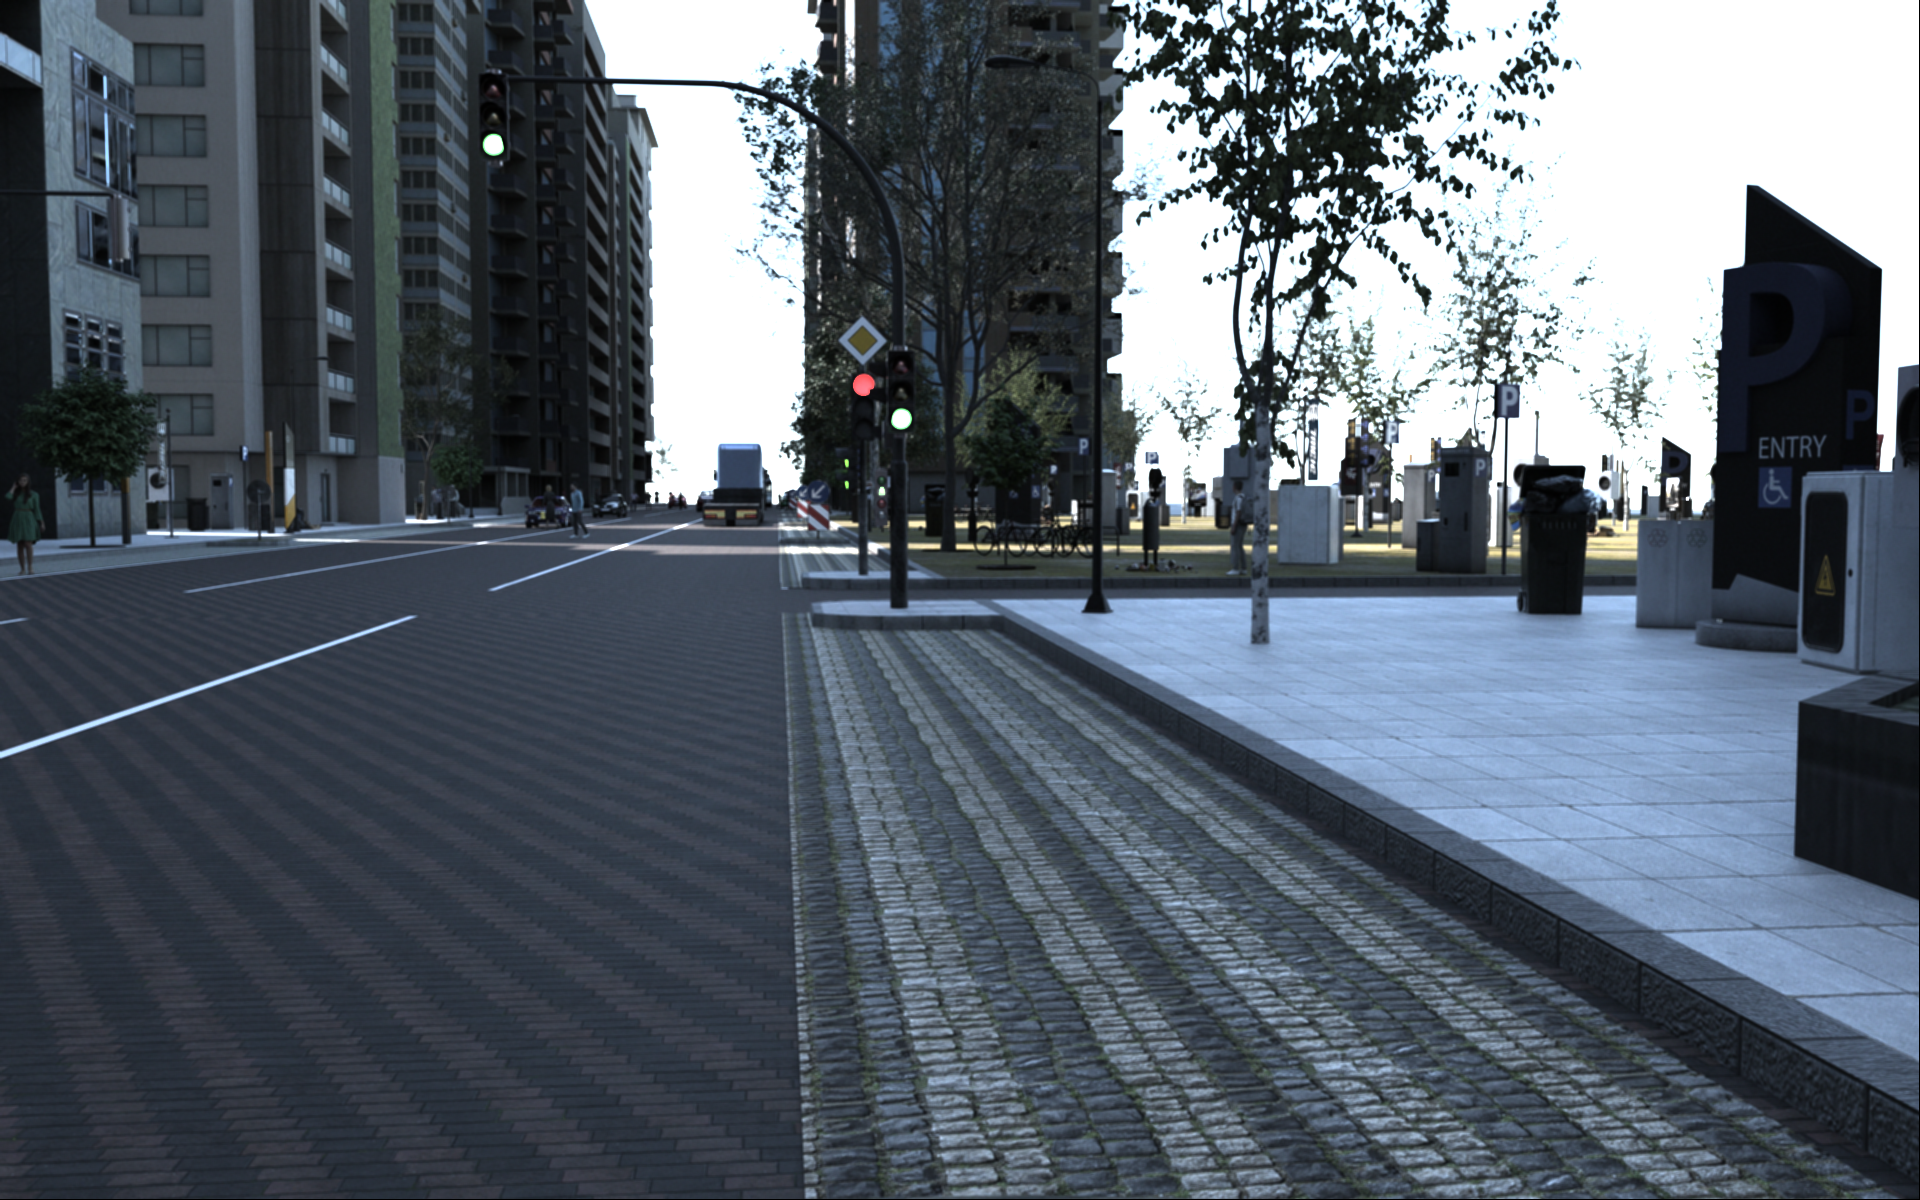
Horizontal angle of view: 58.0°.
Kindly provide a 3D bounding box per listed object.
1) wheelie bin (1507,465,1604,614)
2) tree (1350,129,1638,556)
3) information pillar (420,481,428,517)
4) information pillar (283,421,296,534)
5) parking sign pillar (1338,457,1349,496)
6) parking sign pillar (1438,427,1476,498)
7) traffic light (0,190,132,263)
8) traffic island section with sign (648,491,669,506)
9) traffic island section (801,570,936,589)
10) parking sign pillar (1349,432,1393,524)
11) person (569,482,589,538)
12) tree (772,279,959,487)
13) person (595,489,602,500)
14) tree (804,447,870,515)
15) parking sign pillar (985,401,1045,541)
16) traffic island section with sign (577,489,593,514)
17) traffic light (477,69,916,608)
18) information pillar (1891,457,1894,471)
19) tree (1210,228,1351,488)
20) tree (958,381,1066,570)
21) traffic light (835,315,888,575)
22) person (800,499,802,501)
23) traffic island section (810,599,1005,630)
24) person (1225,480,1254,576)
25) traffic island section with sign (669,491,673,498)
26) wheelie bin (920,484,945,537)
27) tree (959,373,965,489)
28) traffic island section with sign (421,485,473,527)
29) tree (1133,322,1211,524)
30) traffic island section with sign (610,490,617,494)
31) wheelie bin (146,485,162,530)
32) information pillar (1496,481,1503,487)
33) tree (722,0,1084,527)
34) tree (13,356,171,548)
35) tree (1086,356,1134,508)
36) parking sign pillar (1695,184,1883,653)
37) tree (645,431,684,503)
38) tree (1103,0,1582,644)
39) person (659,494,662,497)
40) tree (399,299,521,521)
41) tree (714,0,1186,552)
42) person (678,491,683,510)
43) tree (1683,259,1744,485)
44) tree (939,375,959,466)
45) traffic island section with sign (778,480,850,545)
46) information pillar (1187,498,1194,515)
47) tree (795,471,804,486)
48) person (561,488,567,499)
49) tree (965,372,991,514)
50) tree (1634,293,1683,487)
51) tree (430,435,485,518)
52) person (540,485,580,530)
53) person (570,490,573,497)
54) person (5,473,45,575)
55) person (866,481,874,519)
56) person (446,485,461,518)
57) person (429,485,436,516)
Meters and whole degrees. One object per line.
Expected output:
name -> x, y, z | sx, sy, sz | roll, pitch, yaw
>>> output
wheelie bin -> 6.415, -0.656, 18.638 | 0.980, 1.594, 0.693 | 1, 4, 9
tree -> 11.074, -5.235, 35.948 | 4.360, 8.622, 3.978 | 0, 3, 0
information pillar -> -30.451, -5.742, 98.369 | 0.304, 2.012, 0.304 | 1, 4, 21
information pillar -> -21.727, -3.959, 56.091 | 0.183, 3.616, 0.504 | 1, 4, 11
parking sign pillar -> 21.256, -6.470, 94.250 | 1.447, 3.967, 1.447 | -1, 4, -9
parking sign pillar -> 20.602, -5.026, 70.647 | 1.447, 3.967, 1.447 | -1, 4, -13
traffic light -> -14.955, -3.138, 25.976 | 4.771, 5.953, 1.251 | 0, 4, -6
traffic island section with sign -> -36.206, -12.139, 207.097 | 1.989, 1.847, 2.006 | 0, 4, -6
traffic island section -> -1.512, -0.318, 27.485 | 2.009, 0.180, 2.903 | 0, 4, -6
parking sign pillar -> 17.866, -5.251, 74.333 | 1.447, 3.967, 1.447 | -2, 4, -29
person -> -12.473, -2.947, 56.704 | 0.620, 1.820, 0.660 | -3, 5, -45
tree -> -4.835, -10.496, 88.622 | 9.611, 12.733, 9.660 | 0, 3, 0
person -> -33.018, -9.276, 158.241 | 0.750, 1.759, 0.617 | 0, 4, -5
tree -> -6.699, -7.374, 104.285 | 4.285, 4.588, 4.351 | 0, 3, 0
parking sign pillar -> 1.443, -3.738, 49.592 | 1.447, 3.967, 1.447 | 1, 4, 23
traffic island section with sign -> -27.587, -7.140, 125.362 | 1.989, 1.847, 2.006 | 0, 4, -6
traffic light -> -2.785, -2.715, 19.066 | 4.771, 5.953, 1.251 | 0, 4, -6
information pillar -> 50.334, -6.228, 93.180 | 0.183, 3.616, 0.504 | -1, 4, -23
tree -> 9.347, -5.952, 47.677 | 4.360, 8.622, 3.978 | 0, 3, 0
tree -> 0.703, -2.150, 29.748 | 1.663, 3.219, 1.824 | 0, 3, 0
traffic light -> -1.553, -2.351, 27.366 | 0.839, 4.253, 0.868 | 0, 4, -6
person -> -22.526, -14.620, 245.177 | 0.705, 1.812, 1.348 | -2, 4, -29
traffic island section -> -0.673, 0.167, 19.543 | 2.009, 0.180, 2.903 | 0, 4, -6
person -> 4.417, -1.150, 27.435 | 0.523, 1.515, 0.503 | 0, 4, -7
traffic island section with sign -> -39.073, -13.800, 234.261 | 1.989, 1.847, 2.006 | 0, 4, -6
wheelie bin -> -0.711, -2.724, 52.439 | 0.980, 1.594, 0.693 | 0, 3, 0
tree -> 3.139, -8.560, 90.311 | 4.737, 8.622, 4.395 | 0, 3, 0
traffic island section with sign -> -22.303, -4.086, 75.439 | 1.989, 1.847, 2.006 | 0, 4, -6
tree -> 9.964, -7.618, 74.912 | 4.360, 8.622, 3.978 | 0, 3, 0
traffic island section with sign -> -30.420, -8.779, 152.168 | 1.989, 1.847, 2.006 | 0, 4, -6
wheelie bin -> -29.456, -3.357, 62.793 | 0.980, 1.594, 0.693 | -2, 4, -30
information pillar -> 31.212, -5.855, 100.223 | 0.304, 2.012, 0.304 | 3, 5, 40
tree -> -2.143, -12.812, 65.368 | 12.611, 20.169, 13.585 | 0, 3, 0
tree -> -20.790, -3.540, 41.586 | 4.285, 4.588, 4.351 | 0, 3, 0
tree -> 8.771, -8.534, 89.888 | 4.360, 8.622, 3.978 | 0, 3, 0
parking sign pillar -> 7.001, -1.594, 14.526 | 1.447, 3.967, 1.447 | -1, 4, -22
tree -> -44.780, -19.769, 257.642 | 8.767, 10.594, 7.601 | 3, 5, 39
tree -> 2.819, -3.936, 14.720 | 4.737, 8.622, 4.395 | 0, 3, 0
person -> -44.786, -15.291, 256.036 | 1.348, 1.826, 0.705 | -1, 4, -10
tree -> -25.687, -9.101, 83.212 | 7.601, 10.594, 8.767 | 3, 5, 44
tree -> -0.111, -7.826, 38.320 | 12.009, 13.543, 11.850 | 0, 3, 0
person -> -25.464, -9.061, 157.372 | 0.721, 1.736, 1.217 | -1, 4, -22
tree -> 24.343, -6.346, 54.115 | 4.737, 8.622, 4.395 | 0, 3, 0
tree -> 0.689, -9.226, 101.204 | 4.737, 8.622, 4.395 | 0, 3, 0
traffic island section with sign -> -4.200, -2.520, 49.824 | 1.989, 1.847, 2.006 | 0, 4, -6
information pillar -> 13.898, -6.101, 104.240 | 0.304, 2.012, 0.304 | -3, 5, -42
tree -> -16.157, -12.423, 186.834 | 4.285, 4.588, 4.351 | 0, 3, 0
person -> -30.276, -7.713, 132.876 | 0.721, 1.743, 1.217 | 0, 4, -4
tree -> 3.305, -8.172, 83.974 | 4.737, 8.622, 4.395 | 0, 3, 0
tree -> 23.161, -6.712, 60.104 | 4.360, 8.622, 3.978 | 0, 3, 0
tree -> -27.620, -6.822, 95.249 | 4.285, 4.588, 4.351 | 0, 3, 0
person -> -16.185, -3.743, 69.917 | 1.509, 1.804, 0.699 | 0, 4, 0
person -> -30.847, -8.029, 138.252 | 0.756, 1.711, 0.436 | -3, 5, -44
person -> -16.515, -1.336, 30.598 | 0.600, 1.795, 0.529 | -2, 4, -30
person -> -3.450, -3.542, 64.439 | 0.515, 1.767, 0.782 | 0, 4, -1
person -> -26.777, -5.185, 91.299 | 0.782, 1.767, 0.515 | 0, 3, 0
person -> -30.111, -5.691, 99.369 | 0.678, 1.792, 0.850 | 2, 4, 24
